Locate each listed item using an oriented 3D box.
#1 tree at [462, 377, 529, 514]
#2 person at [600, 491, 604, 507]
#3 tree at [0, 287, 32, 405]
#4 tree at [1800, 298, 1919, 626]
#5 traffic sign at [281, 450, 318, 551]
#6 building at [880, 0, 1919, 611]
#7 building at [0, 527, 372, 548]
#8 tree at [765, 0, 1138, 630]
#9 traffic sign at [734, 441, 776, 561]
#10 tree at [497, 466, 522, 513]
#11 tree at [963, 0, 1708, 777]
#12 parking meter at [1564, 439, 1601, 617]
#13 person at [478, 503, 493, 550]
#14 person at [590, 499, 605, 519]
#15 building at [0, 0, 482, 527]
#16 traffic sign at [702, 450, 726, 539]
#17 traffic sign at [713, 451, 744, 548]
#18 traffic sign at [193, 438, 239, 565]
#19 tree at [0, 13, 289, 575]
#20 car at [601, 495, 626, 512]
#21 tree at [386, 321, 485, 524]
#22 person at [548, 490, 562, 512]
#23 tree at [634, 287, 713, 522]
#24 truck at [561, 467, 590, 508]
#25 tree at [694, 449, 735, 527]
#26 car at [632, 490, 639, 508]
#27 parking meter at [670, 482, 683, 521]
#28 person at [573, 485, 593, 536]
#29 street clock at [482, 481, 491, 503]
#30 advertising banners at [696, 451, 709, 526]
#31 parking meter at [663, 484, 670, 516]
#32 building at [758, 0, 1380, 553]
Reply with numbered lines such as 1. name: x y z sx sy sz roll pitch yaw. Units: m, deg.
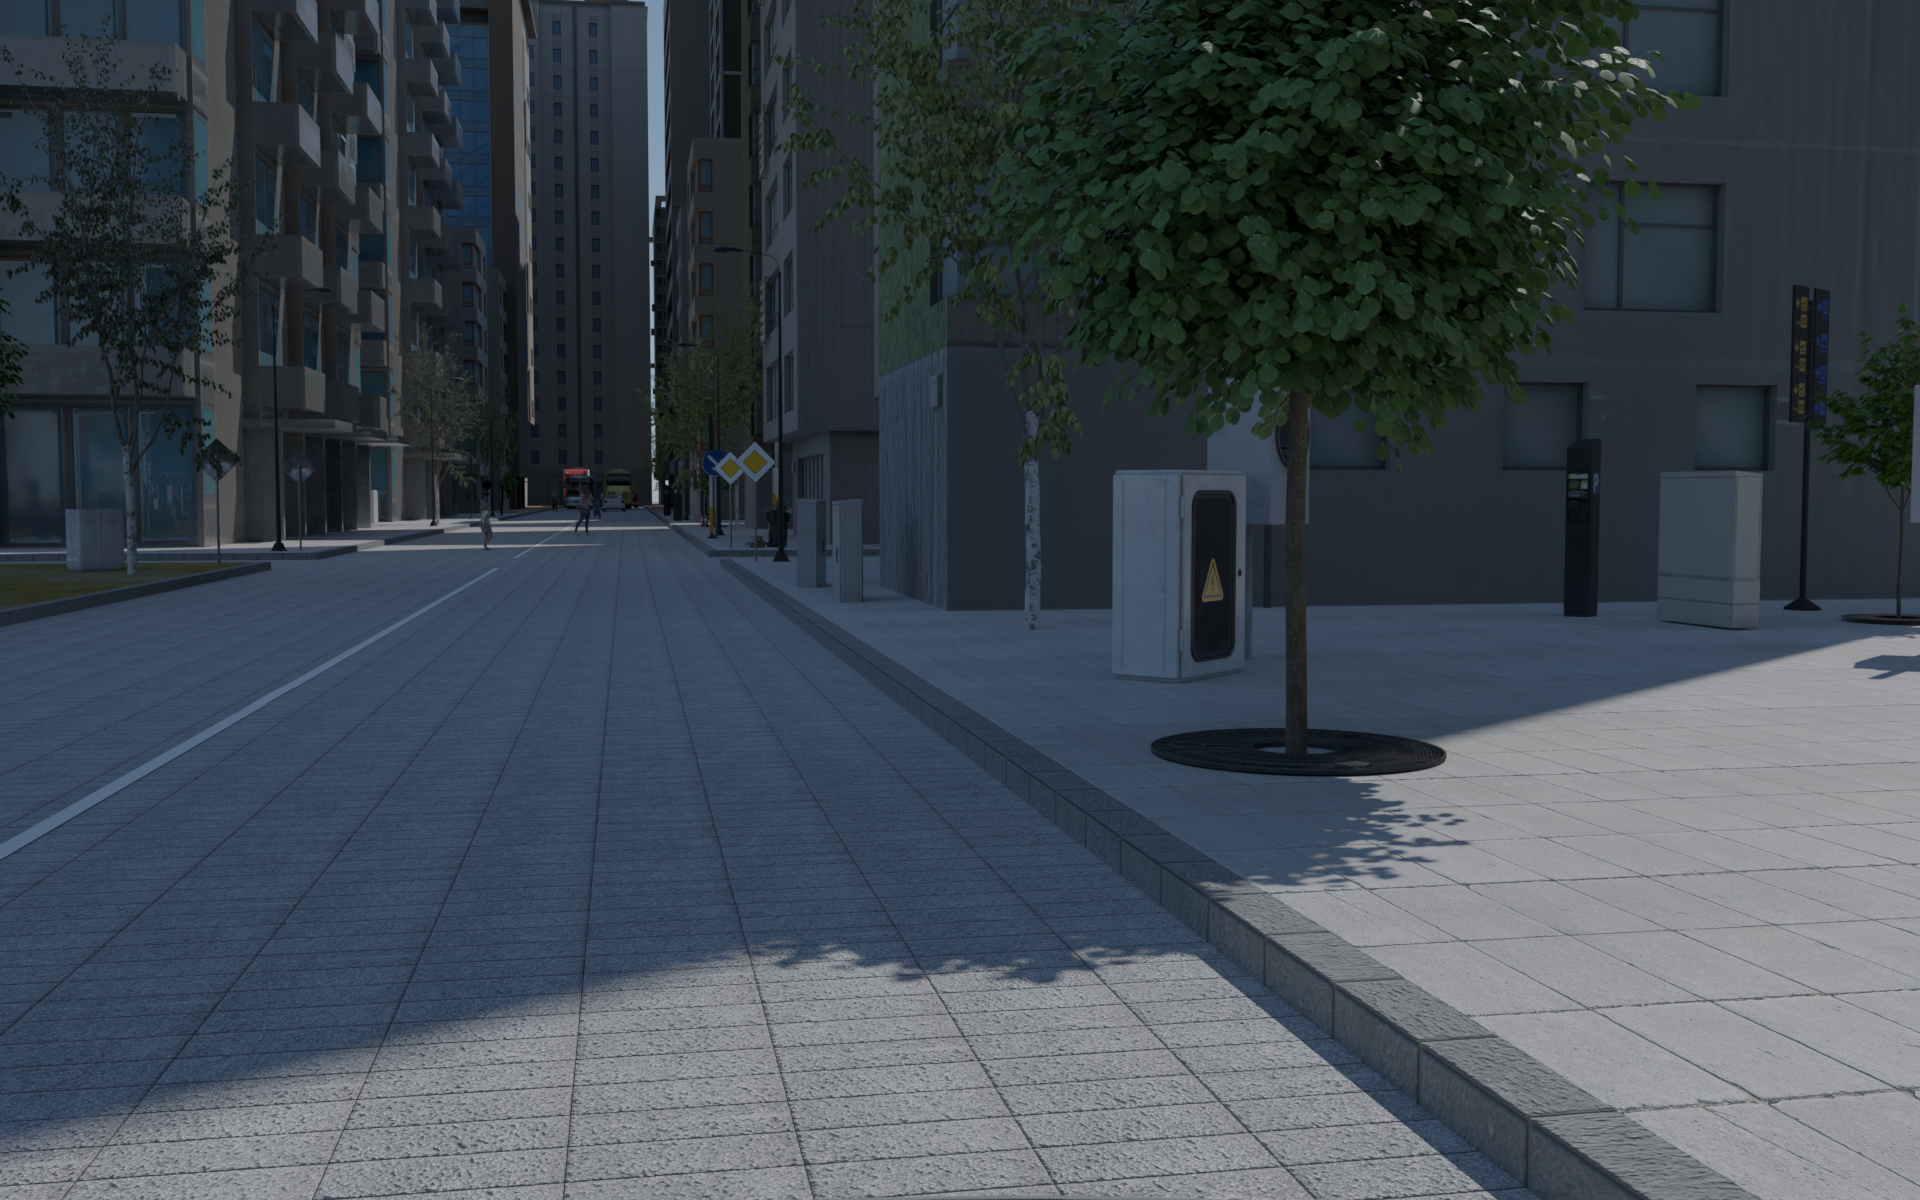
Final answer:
1. tree: -29.755 -9.765 110.015 4.737 8.622 4.395 0 3 0
2. person: -30.845 -8.578 149.682 0.436 1.711 0.756 -1 4 -12
3. tree: -13.208 -2.288 21.129 4.285 4.588 4.351 0 3 0
4. tree: 9.300 -1.391 17.348 1.663 3.219 1.824 0 3 0
5. traffic sign: -14.886 -2.166 39.059 0.795 2.450 0.064 -1 4 -11
6. building: 5.459 -20.927 25.756 14.154 41.232 14.086 -1 4 -11
7. building: -29.965 -26.380 50.916 23.786 49.044 30.456 -1 4 -11
8. tree: 0.477 -4.018 16.057 4.737 8.622 4.395 0 3 0
9. traffic sign: -3.902 -1.796 33.013 0.795 2.450 0.064 -1 4 -11
10. tree: -31.579 -7.718 120.793 1.663 3.219 1.824 0 3 0
11. tree: 1.748 -1.511 8.423 4.285 4.588 4.351 0 3 0
12. parking meter: 6.519 -0.760 18.144 0.255 1.863 0.399 3 4 37
13. person: -12.185 -1.883 44.305 0.382 1.210 0.505 -3 5 -44
14. person: -21.059 -5.264 100.062 1.012 1.151 0.738 -1 4 -10
15. building: -37.755 -28.679 88.508 23.786 49.044 30.456 -1 4 -11
16. traffic sign: -7.005 -3.035 49.720 0.768 2.556 0.104 0 4 -1
17. traffic sign: -5.411 -2.276 40.855 0.795 2.450 0.064 -1 4 -11
18. traffic sign: -13.377 -1.687 31.218 0.795 2.450 0.064 -1 4 -11
19. tree: -12.959 -4.690 27.052 4.360 8.622 3.978 0 3 0
20. car: -28.676 -8.022 143.516 2.083 1.381 4.827 -1 4 -12
21. tree: -22.285 -7.543 73.689 4.360 8.622 3.978 0 3 0
22. person: -32.760 -8.001 140.054 1.217 1.736 0.721 -2 4 -24
23. tree: -7.950 -6.687 59.694 4.737 8.622 4.395 0 3 0
24. truck: -40.054 -11.747 180.982 2.839 4.237 11.283 -1 4 -11
25. tree: -9.686 -4.457 67.478 1.663 3.219 1.824 0 3 0
26. car: -33.981 -10.301 177.101 2.281 1.827 5.304 -1 4 -12
27. parking meter: -13.465 -4.706 82.652 0.399 1.863 0.255 2 4 29
28. person: -13.013 -3.100 59.782 0.643 1.750 0.593 1 4 12
29. street clock: -25.330 -5.389 92.684 0.358 2.002 0.471 3 4 39
30. advertising banners: -10.370 -4.493 69.645 0.090 3.025 2.074 -1 4 -20
31. parking meter: -17.255 -5.895 102.099 0.399 1.863 0.255 1 4 18
32. building: 1.961 -22.233 47.101 14.086 41.232 14.154 -1 4 -11
